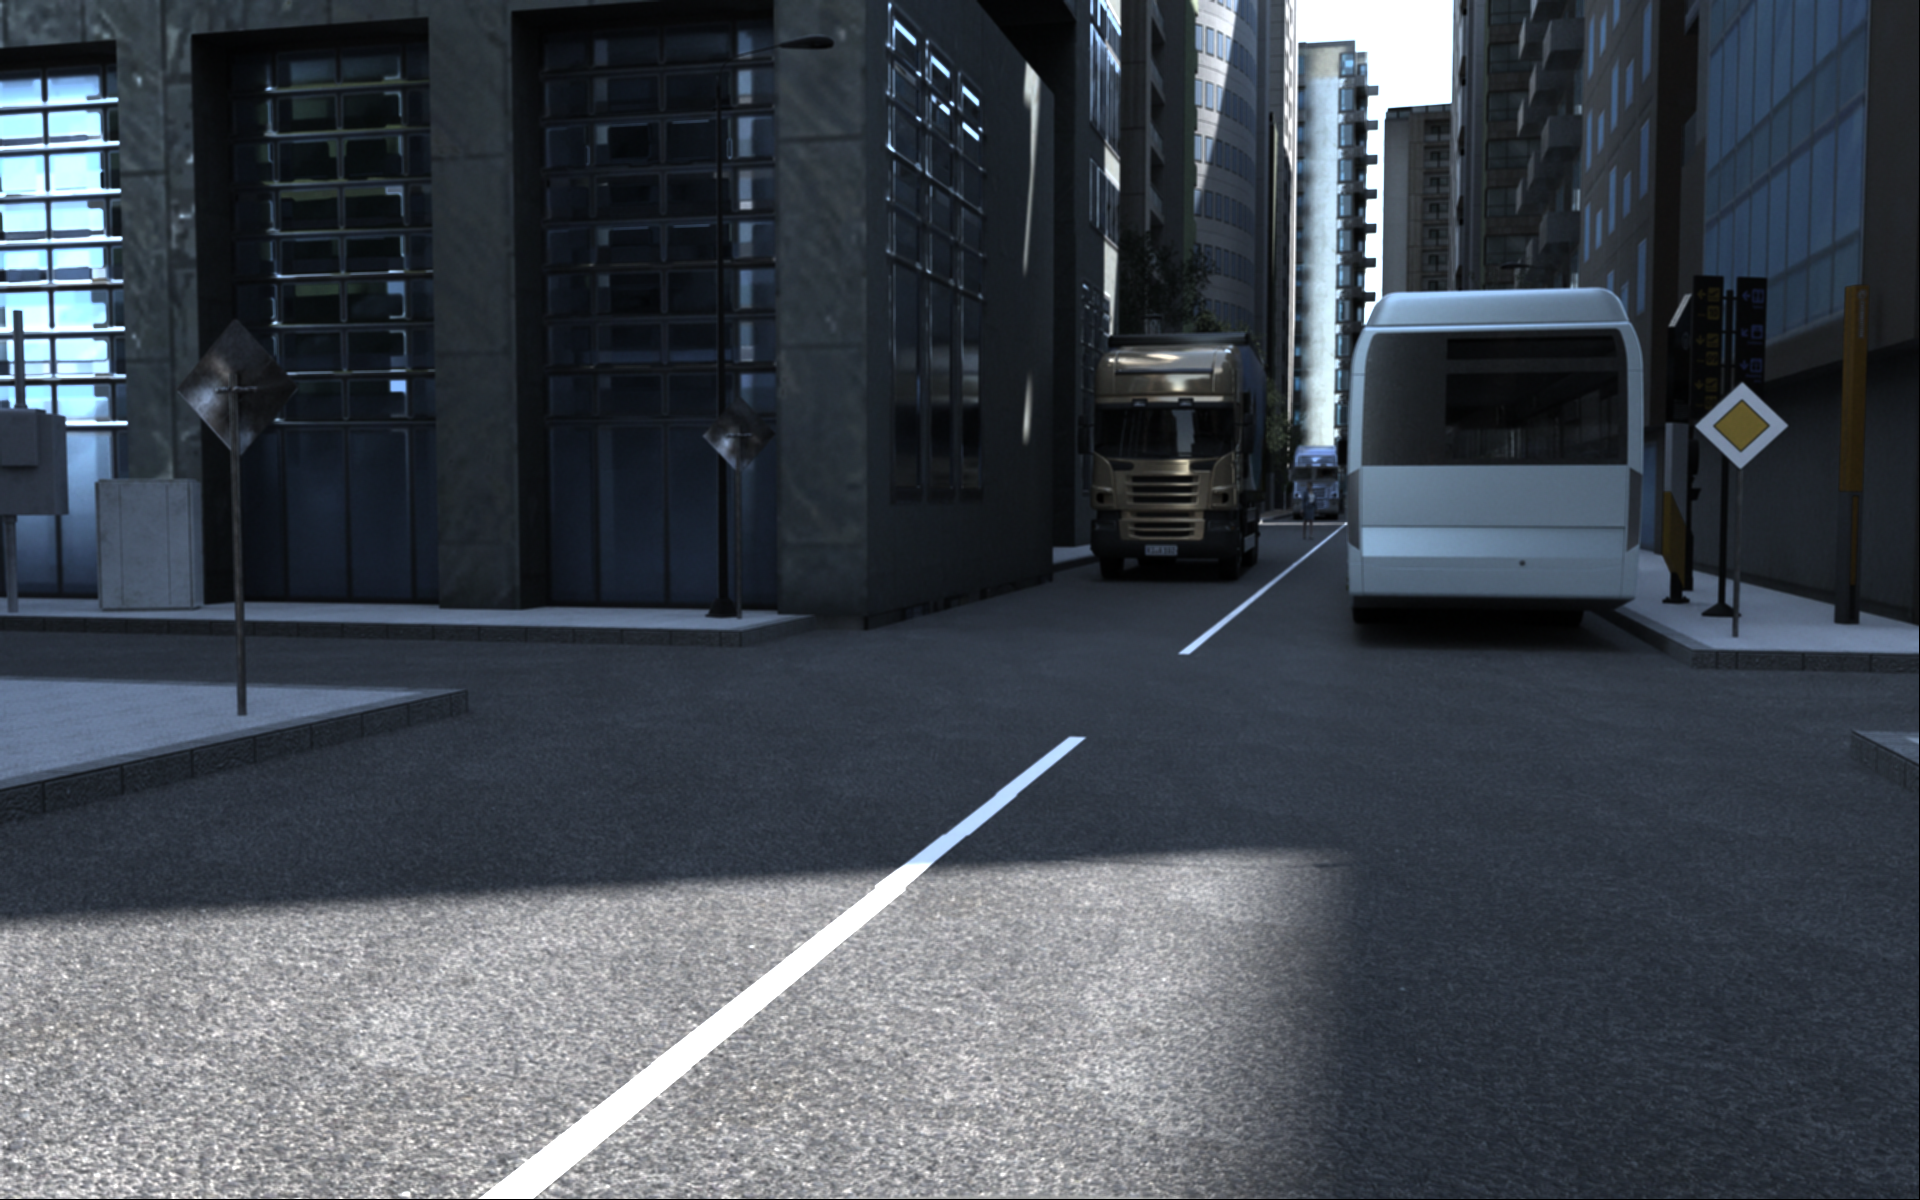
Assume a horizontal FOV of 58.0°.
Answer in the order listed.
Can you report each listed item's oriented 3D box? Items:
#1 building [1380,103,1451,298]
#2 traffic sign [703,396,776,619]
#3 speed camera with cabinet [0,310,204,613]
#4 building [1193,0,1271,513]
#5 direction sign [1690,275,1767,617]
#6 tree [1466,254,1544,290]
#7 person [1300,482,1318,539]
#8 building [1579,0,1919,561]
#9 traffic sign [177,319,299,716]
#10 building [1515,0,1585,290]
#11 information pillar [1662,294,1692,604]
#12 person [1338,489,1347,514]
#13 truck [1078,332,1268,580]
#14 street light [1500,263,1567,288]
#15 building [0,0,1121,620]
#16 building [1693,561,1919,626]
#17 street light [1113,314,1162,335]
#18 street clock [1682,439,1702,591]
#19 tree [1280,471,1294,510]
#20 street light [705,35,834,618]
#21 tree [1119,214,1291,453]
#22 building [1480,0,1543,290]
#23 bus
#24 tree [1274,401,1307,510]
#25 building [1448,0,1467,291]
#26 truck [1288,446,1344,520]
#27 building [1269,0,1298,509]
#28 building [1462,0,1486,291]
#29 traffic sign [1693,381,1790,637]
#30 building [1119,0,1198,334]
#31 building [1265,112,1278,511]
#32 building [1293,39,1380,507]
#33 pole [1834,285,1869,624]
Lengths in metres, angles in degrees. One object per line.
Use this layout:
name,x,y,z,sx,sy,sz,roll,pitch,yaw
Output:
building,49.808,-30.099,175.717,14.086,41.232,14.154,1,4,14
traffic sign,-2.266,-0.862,17.743,0.795,2.450,0.064,1,4,14
speed camera with cabinet,-9.488,-1.510,19.025,2.038,3.252,0.660,-1,4,-13
building,7.466,-34.509,106.219,21.231,58.520,28.212,1,4,14
direction sign,8.015,-1.598,18.127,0.876,3.537,0.379,-1,4,-15
tree,17.123,-6.290,53.196,4.360,8.622,3.978,0,3,0
person,11.127,-2.855,55.195,0.581,1.822,0.654,0,4,3
building,22.703,-23.846,39.998,14.600,45.320,14.200,1,4,14
traffic sign,-4.162,-0.388,9.985,0.795,2.450,0.064,1,4,14
building,34.322,-27.438,68.214,23.786,49.044,30.456,1,4,14
information pillar,8.387,-1.768,20.256,0.183,3.616,0.504,3,5,44
person,27.970,-7.253,127.163,0.705,1.814,1.350,-3,5,-43
truck,4.283,-2.667,32.511,2.839,4.237,11.283,1,4,12
street light,11.540,-3.809,34.818,1.470,5.913,1.316,1,4,14
building,-8.137,-44.071,33.232,22.319,86.520,31.000,1,4,14
building,17.243,-22.599,19.605,14.200,45.320,14.600,1,4,14
street light,4.542,-4.435,45.049,1.470,5.913,1.316,1,4,14
street clock,9.647,-1.127,22.998,0.358,2.002,0.471,1,4,17
tree,26.596,-8.936,140.704,1.663,3.219,1.824,0,3,0
street light,-1.955,-2.769,17.813,1.470,5.913,1.316,1,4,14
tree,6.166,-7.591,58.529,7.601,10.594,8.767,-1,4,-9
building,36.505,-19.926,97.497,14.160,30.474,14.107,1,4,14
bus,6.270,-1.666,22.097,2.948,3.499,13.247,1,4,13
tree,25.549,-11.395,136.678,4.737,8.622,4.395,0,3,0
building,54.796,-33.878,143.139,28.713,52.752,27.495,1,4,14
truck,21.071,-6.890,102.410,2.967,4.110,18.799,1,4,12
building,19.389,-43.868,155.493,20.611,71.187,20.563,1,4,14
building,44.993,-35.149,116.691,21.231,58.520,28.212,1,4,14
traffic sign,6.953,-0.724,15.476,0.795,2.450,0.064,1,4,14
building,2.247,-23.807,72.845,14.154,41.232,14.086,1,4,14
building,15.673,-21.735,127.076,14.160,30.474,14.107,1,4,14
building,29.084,-34.632,185.834,30.456,49.044,23.786,1,4,14
pole,8.777,-1.419,17.043,0.158,3.312,0.155,0,3,0
